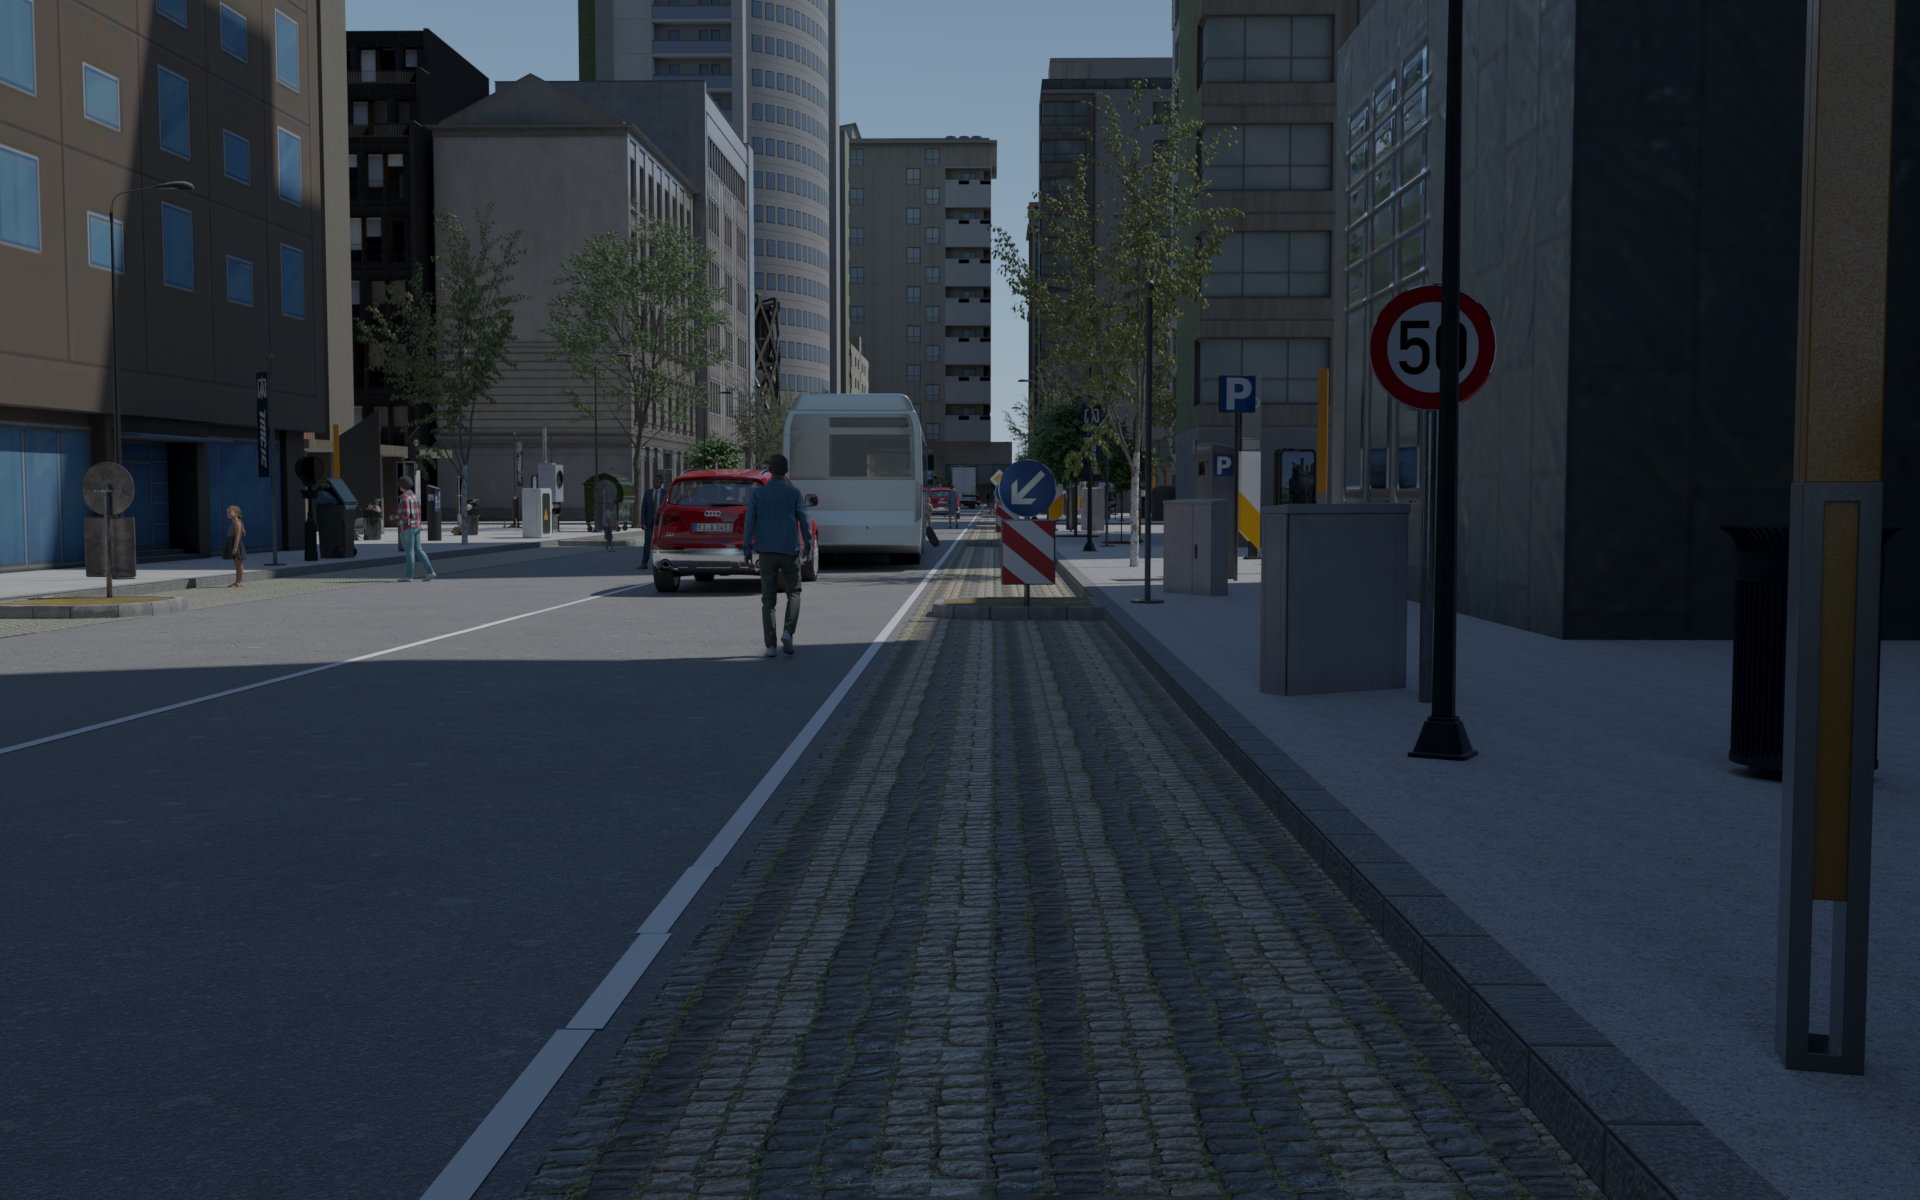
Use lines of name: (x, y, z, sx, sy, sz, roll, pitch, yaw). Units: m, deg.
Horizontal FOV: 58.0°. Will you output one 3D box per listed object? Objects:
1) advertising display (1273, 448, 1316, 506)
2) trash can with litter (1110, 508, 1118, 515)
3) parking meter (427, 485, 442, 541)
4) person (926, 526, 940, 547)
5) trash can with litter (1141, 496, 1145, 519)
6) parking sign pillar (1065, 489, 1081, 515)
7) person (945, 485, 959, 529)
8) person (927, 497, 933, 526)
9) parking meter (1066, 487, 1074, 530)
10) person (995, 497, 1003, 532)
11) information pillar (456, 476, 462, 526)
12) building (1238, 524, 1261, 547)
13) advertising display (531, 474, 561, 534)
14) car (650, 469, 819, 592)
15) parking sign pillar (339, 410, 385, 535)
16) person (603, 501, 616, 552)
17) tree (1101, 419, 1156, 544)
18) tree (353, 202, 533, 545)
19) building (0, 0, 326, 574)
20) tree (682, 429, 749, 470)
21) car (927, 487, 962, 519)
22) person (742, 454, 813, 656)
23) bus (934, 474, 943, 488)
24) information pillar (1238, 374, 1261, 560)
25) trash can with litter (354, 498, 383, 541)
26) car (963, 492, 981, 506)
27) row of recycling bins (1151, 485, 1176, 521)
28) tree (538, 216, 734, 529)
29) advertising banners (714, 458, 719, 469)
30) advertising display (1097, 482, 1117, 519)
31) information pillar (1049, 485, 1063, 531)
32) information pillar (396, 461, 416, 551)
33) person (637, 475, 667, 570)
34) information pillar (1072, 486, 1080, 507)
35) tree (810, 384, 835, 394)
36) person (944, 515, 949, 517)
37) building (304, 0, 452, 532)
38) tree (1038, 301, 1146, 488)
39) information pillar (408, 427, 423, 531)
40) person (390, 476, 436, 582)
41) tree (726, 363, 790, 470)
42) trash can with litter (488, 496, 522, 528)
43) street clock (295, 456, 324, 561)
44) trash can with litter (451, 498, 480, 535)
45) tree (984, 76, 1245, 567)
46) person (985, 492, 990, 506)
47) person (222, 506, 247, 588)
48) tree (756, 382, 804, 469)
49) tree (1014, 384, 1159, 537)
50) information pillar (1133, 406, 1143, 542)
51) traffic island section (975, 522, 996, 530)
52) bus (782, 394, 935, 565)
advertising display: (4.756, -1.187, 24.623, 0.123, 1.923, 0.974, 3, 5, 41)
trash can with litter: (9.028, -5.731, 104.752, 1.678, 1.210, 2.233, 1, 4, 11)
parking meter: (-14.394, -2.385, 47.411, 0.372, 1.533, 0.369, 0, 3, 0)
person: (-1.286, -2.314, 46.545, 1.509, 1.804, 0.699, -1, 4, -11)
trash can with litter: (9.612, -4.842, 90.556, 0.624, 1.170, 1.055, 1, 4, 21)
parking sign pillar: (6.980, -7.250, 107.002, 1.447, 3.967, 1.447, -2, 4, -24)
person: (-0.317, -3.826, 71.076, 0.581, 1.822, 0.654, -1, 4, -21)
person: (-1.258, -3.312, 66.922, 0.475, 1.303, 0.640, 0, 4, 5)
parking meter: (3.960, -3.259, 61.693, 0.372, 1.533, 0.369, 0, 3, 0)
person: (1.570, -3.429, 65.565, 0.512, 1.701, 0.522, 0, 4, 1)
information pillar: (-20.301, -4.039, 70.530, 0.304, 2.012, 0.304, -2, 4, -30)
building: (12.865, -22.230, 47.056, 14.154, 41.232, 14.086, 0, 4, 1)
advertising display: (-14.056, -3.277, 58.791, 0.974, 1.923, 0.123, -2, 4, -30)
car: (-3.402, -1.111, 26.846, 2.281, 1.827, 5.304, 0, 4, 1)
parking sign pillar: (-19.179, -4.090, 55.345, 1.447, 3.967, 1.447, -1, 4, -13)
person: (-8.641, -1.807, 42.728, 0.352, 1.250, 0.332, 2, 4, 23)
tree: (4.316, -3.077, 44.903, 1.663, 3.219, 1.824, 0, 3, 0)
tree: (-12.700, -5.705, 43.642, 4.737, 8.622, 4.395, 0, 3, 0)
building: (-21.738, -23.356, 31.974, 14.600, 45.320, 14.200, 0, 4, 1)
tree: (-12.446, -6.379, 88.010, 4.285, 4.588, 4.351, 0, 3, 0)
car: (-1.016, -5.613, 100.448, 2.281, 1.827, 5.304, 0, 4, -1)
person: (-1.602, -0.391, 15.244, 0.601, 1.785, 0.444, 0, 4, -2)
bus: (-3.636, -13.270, 208.504, 2.896, 3.916, 12.252, 0, 4, 3)
information pillar: (5.676, -2.600, 33.865, 0.504, 3.616, 0.183, -2, 4, -29)
trash can with litter: (-16.522, -2.234, 47.908, 1.055, 1.170, 0.624, -1, 4, -8)
car: (1.450, -12.595, 214.604, 2.281, 1.827, 5.304, 0, 4, 3)
row of recycling bins: (9.827, -4.679, 83.618, 1.069, 1.692, 3.534, 1, 4, 15)
tree: (-11.978, -8.485, 64.491, 9.928, 11.665, 9.643, 0, 3, 0)
advertising banners: (-12.110, -5.380, 84.156, 0.090, 3.025, 2.074, 1, 4, 15)
advertising display: (7.442, -5.046, 87.709, 0.974, 1.923, 0.123, 0, 4, 7)
information pillar: (3.333, -4.217, 60.297, 0.504, 3.616, 0.183, 0, 4, -6)
information pillar: (-12.415, -2.102, 38.859, 0.304, 2.012, 0.304, 3, 5, 40)
person: (-5.822, -1.491, 33.053, 0.721, 1.800, 0.419, -1, 4, -11)
information pillar: (7.062, -6.977, 105.430, 0.504, 3.616, 0.183, 1, 4, 21)
tree: (-10.738, -13.021, 147.301, 7.601, 10.594, 8.767, 2, 4, 34)
person: (-0.776, -6.022, 107.162, 0.606, 1.804, 0.583, -2, 4, -28)
building: (-34.705, -24.599, 56.826, 28.867, 44.769, 22.147, 0, 4, 1)
tree: (4.919, -7.046, 65.566, 4.360, 8.622, 3.978, 0, 3, 0)
information pillar: (-19.014, -4.221, 60.374, 0.183, 3.616, 0.504, 2, 4, 28)
person: (-8.936, -1.157, 28.247, 0.643, 1.720, 0.563, 0, 4, 8)
tree: (-11.367, -9.018, 97.800, 4.360, 8.622, 3.978, 0, 3, 0)
trash can with litter: (-16.729, -3.320, 65.338, 1.678, 1.210, 2.233, -2, 4, -32)
street clock: (-12.416, -1.744, 33.085, 0.358, 2.002, 0.471, 3, 5, 44)
trash can with litter: (-15.383, -2.589, 53.713, 1.055, 1.170, 0.624, 2, 4, 32)
tree: (2.876, -4.897, 30.423, 4.737, 8.622, 4.395, 0, 3, 0)
person: (3.169, -11.704, 200.683, 0.721, 1.723, 1.217, 2, 4, 24)
person: (-11.084, -0.811, 26.432, 0.373, 1.253, 0.362, -2, 4, -33)
tree: (-11.703, -10.000, 113.855, 4.737, 8.622, 4.395, 0, 3, 0)
tree: (3.405, -4.181, 52.080, 4.285, 4.588, 4.351, 0, 3, 0)
information pillar: (4.767, -3.376, 46.545, 0.183, 3.616, 0.504, -1, 4, -14)
traffic island section: (1.627, -2.944, 70.415, 2.009, 0.180, 2.903, 0, 4, 1)
bus: (-2.049, -2.661, 38.368, 2.948, 3.499, 13.247, 0, 4, -1)
